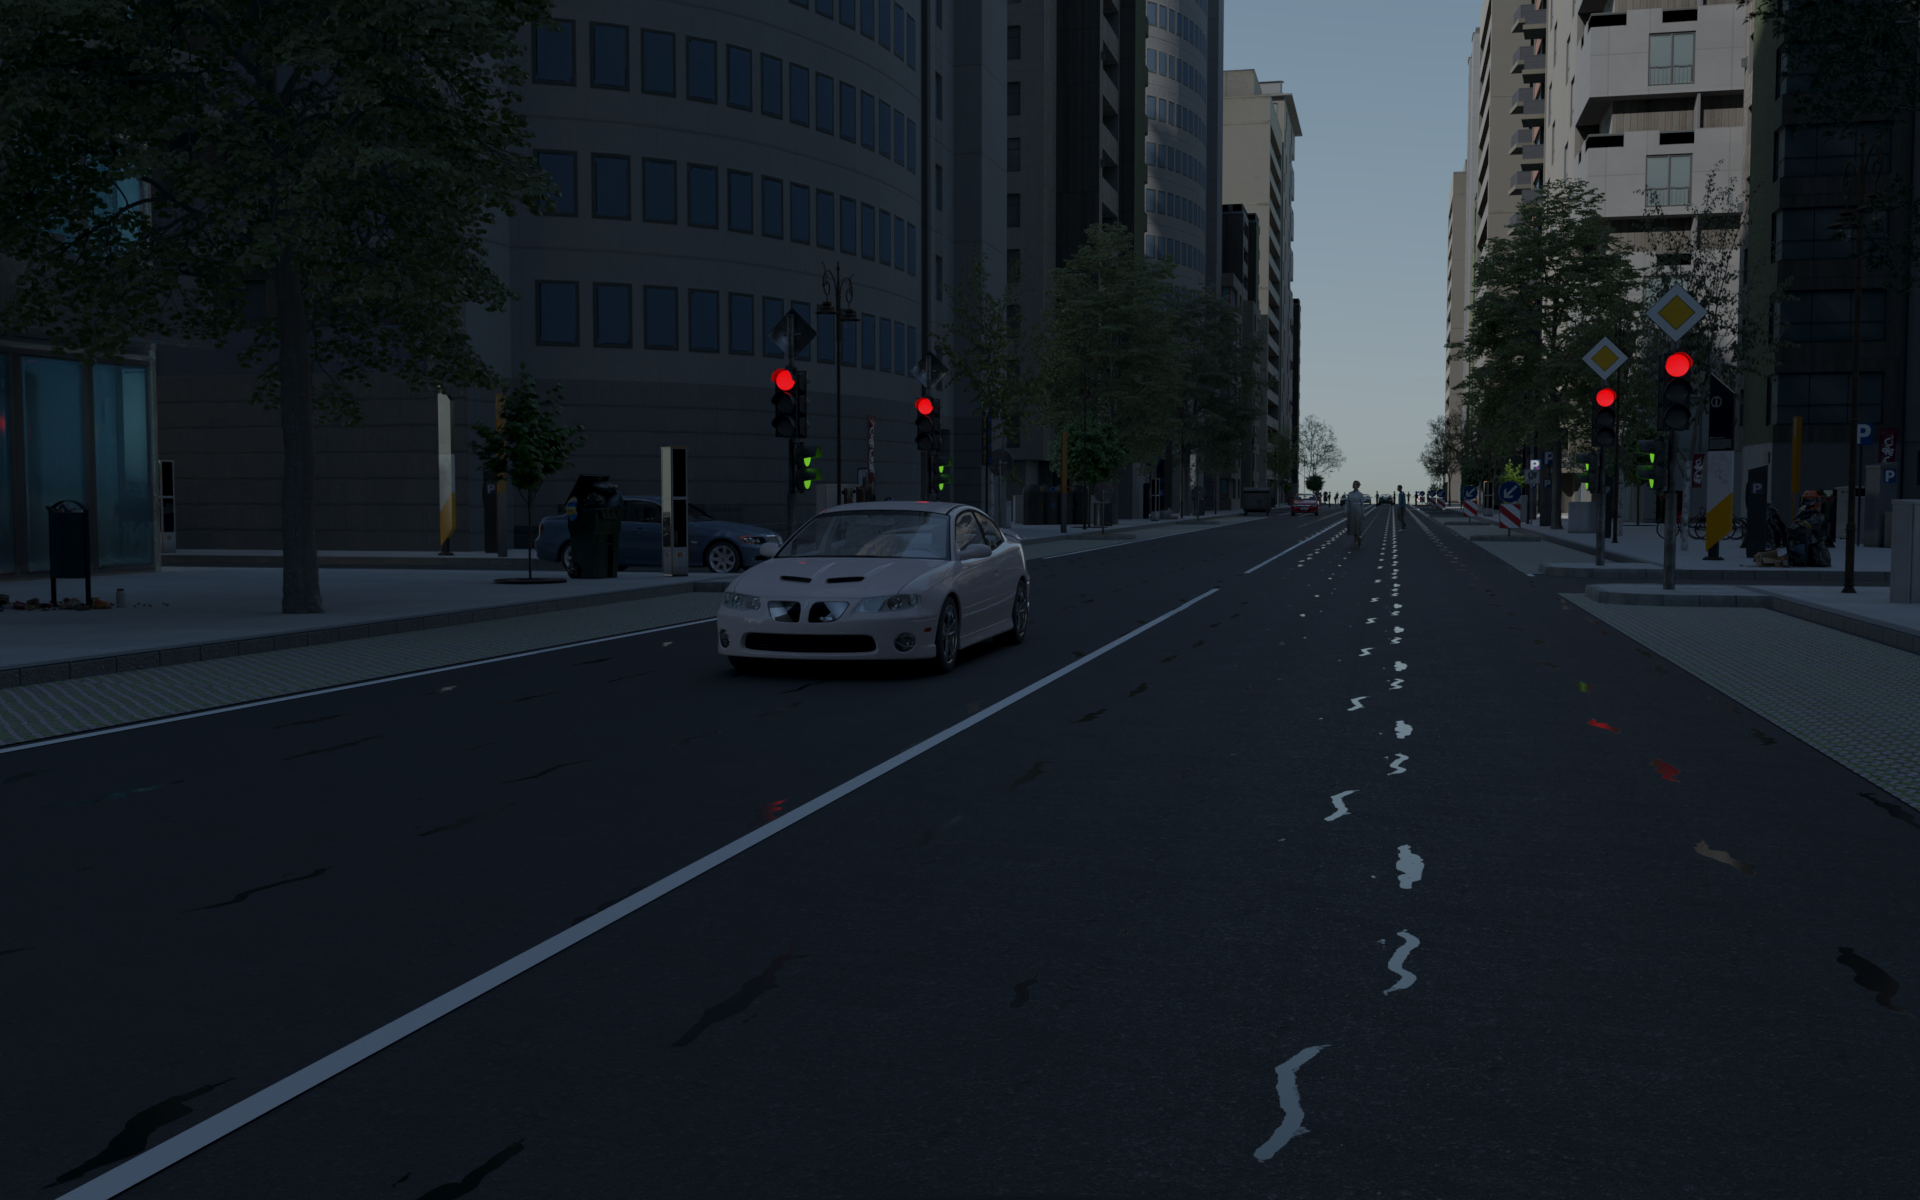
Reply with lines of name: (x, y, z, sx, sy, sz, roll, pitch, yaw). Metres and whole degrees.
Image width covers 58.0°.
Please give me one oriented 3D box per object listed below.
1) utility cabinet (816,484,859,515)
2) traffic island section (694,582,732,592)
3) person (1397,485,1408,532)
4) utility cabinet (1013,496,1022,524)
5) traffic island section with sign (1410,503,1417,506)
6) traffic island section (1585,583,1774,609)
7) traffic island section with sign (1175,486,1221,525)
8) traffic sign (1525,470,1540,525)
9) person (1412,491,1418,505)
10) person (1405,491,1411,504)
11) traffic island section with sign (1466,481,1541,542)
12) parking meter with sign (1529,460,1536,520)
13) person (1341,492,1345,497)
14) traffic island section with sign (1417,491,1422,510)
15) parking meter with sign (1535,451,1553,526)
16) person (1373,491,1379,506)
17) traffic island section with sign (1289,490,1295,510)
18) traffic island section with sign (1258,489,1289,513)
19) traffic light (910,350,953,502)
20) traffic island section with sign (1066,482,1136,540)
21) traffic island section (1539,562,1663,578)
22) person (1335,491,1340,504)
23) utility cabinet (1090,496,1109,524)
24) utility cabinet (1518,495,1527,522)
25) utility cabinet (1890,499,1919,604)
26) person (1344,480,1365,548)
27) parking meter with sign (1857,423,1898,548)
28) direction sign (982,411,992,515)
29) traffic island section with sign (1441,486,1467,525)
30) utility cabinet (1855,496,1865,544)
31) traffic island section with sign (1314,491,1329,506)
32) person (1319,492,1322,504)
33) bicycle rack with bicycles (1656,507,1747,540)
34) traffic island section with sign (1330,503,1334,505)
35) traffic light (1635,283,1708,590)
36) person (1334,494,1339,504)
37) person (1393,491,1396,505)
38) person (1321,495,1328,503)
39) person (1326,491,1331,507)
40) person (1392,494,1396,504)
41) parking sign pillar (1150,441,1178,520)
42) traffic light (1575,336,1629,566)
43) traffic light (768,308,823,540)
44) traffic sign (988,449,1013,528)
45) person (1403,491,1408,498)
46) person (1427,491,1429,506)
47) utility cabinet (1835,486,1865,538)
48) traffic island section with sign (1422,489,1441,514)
utility cabinet: (-2.707, -1.811, 38.287, 0.318, 1.500, 1.173, 2, 4, 35)
traffic island section: (-2.565, -0.246, 26.310, 2.009, 0.180, 2.903, 1, 4, 14)
person: (16.865, -3.497, 66.018, 0.444, 1.785, 0.601, 1, 4, 15)
utility cabinet: (2.837, -3.928, 75.383, 1.020, 1.237, 0.306, -1, 4, -20)
traffic island section with sign: (55.204, -12.150, 207.271, 1.989, 1.847, 2.006, 1, 4, 14)
traffic island section: (9.554, -0.062, 23.289, 2.009, 0.180, 2.903, 1, 4, 14)
traffic island section with sign: (11.260, -4.466, 81.640, 1.989, 1.847, 2.006, 1, 4, 14)
traffic sign: (23.672, -4.256, 71.718, 0.606, 2.300, 0.079, 1, 4, 15)
person: (55.061, -12.278, 209.205, 0.705, 1.831, 1.348, 3, 5, 42)
person: (64.564, -14.728, 249.400, 0.705, 1.812, 1.348, -2, 4, -29)
traffic island section with sign: (16.609, -2.702, 52.812, 1.989, 1.847, 2.006, 1, 4, 14)
parking meter with sign: (28.904, -5.575, 87.412, 0.543, 3.016, 1.738, 2, 4, 23)
person: (55.101, -14.619, 248.309, 1.217, 1.735, 0.721, -1, 4, -12)
traffic island section with sign: (41.842, -8.881, 153.834, 1.989, 1.847, 2.006, 1, 4, 14)
parking meter with sign: (23.606, -4.486, 69.612, 0.543, 3.016, 1.738, 2, 4, 23)
person: (48.726, -11.863, 202.451, 0.705, 1.826, 1.348, 3, 5, 40)
traffic island section with sign: (30.135, -9.085, 157.172, 1.989, 1.847, 2.006, 1, 4, 14)
traffic island section with sign: (23.534, -7.467, 130.714, 1.989, 1.847, 2.006, 1, 4, 14)
traffic light: (-0.593, -2.752, 33.914, 0.839, 4.253, 0.868, 1, 4, 14)
traffic island section with sign: (4.494, -2.808, 54.537, 1.989, 1.847, 2.006, 1, 4, 14)
traffic island section: (11.490, -0.536, 31.037, 2.009, 0.180, 2.903, 1, 4, 14)
person: (56.981, -15.474, 261.371, 0.709, 1.838, 0.599, 2, 4, 34)
utility cabinet: (6.008, -3.935, 75.500, 1.020, 1.237, 0.306, -2, 4, -32)
utility cabinet: (25.548, -4.126, 78.623, 0.306, 1.237, 1.020, 1, 4, 10)
utility cabinet: (11.505, -0.575, 20.560, 1.020, 1.237, 0.306, -2, 4, -27)
person: (10.574, -2.295, 46.250, 0.641, 1.798, 0.478, -3, 5, -42)
parking meter with sign: (22.143, -2.777, 41.665, 0.543, 3.016, 1.738, 0, 4, -4)
direction sign: (0.736, -3.410, 47.752, 0.379, 3.537, 0.876, 1, 4, 17)
traffic island section with sign: (23.273, -4.334, 79.488, 1.989, 1.847, 2.006, 1, 4, 14)
utility cabinet: (23.553, -2.061, 44.860, 1.020, 1.237, 0.306, -2, 4, -28)
traffic island section with sign: (43.561, -12.373, 210.923, 1.989, 1.847, 2.006, 1, 4, 14)
person: (48.453, -13.670, 232.669, 0.621, 1.740, 0.551, -1, 4, -17)
bicycle rack with bicycles: (21.428, -2.179, 49.012, 2.925, 0.926, 2.852, 2, 4, 30)
traffic island section with sign: (50.182, -13.992, 237.392, 1.989, 1.847, 2.006, 1, 4, 14)
traffic light: (9.518, -2.096, 23.184, 0.839, 4.253, 0.868, 1, 4, 14)
person: (52.417, -14.037, 241.239, 0.697, 1.427, 0.421, 1, 4, 22)
person: (59.274, -13.946, 236.484, 0.705, 1.831, 1.348, 0, 4, 6)
person: (50.608, -14.150, 239.942, 1.348, 1.812, 0.705, 3, 5, 41)
person: (40.920, -11.187, 192.226, 0.721, 1.723, 1.217, 2, 4, 29)
person: (64.765, -15.218, 258.003, 1.217, 1.739, 0.721, 2, 4, 26)
parking sign pillar: (10.343, -6.068, 87.681, 1.447, 3.967, 1.447, 2, 4, 25)
traffic light: (11.454, -2.569, 30.932, 0.839, 4.253, 0.868, 1, 4, 14)
traffic light: (-2.528, -2.278, 26.166, 0.839, 4.253, 0.868, 1, 4, 14)
traffic sign: (1.120, -2.970, 48.668, 0.768, 2.556, 0.104, 1, 4, 23)
person: (60.296, -13.879, 235.437, 1.348, 1.822, 0.705, 3, 5, 43)
person: (54.994, -11.921, 203.413, 0.705, 1.824, 1.348, 0, 4, 5)
utility cabinet: (25.249, -2.478, 49.198, 0.318, 1.500, 1.173, 0, 4, 0)
traffic island section with sign: (35.117, -7.235, 126.925, 1.989, 1.847, 2.006, 1, 4, 14)
